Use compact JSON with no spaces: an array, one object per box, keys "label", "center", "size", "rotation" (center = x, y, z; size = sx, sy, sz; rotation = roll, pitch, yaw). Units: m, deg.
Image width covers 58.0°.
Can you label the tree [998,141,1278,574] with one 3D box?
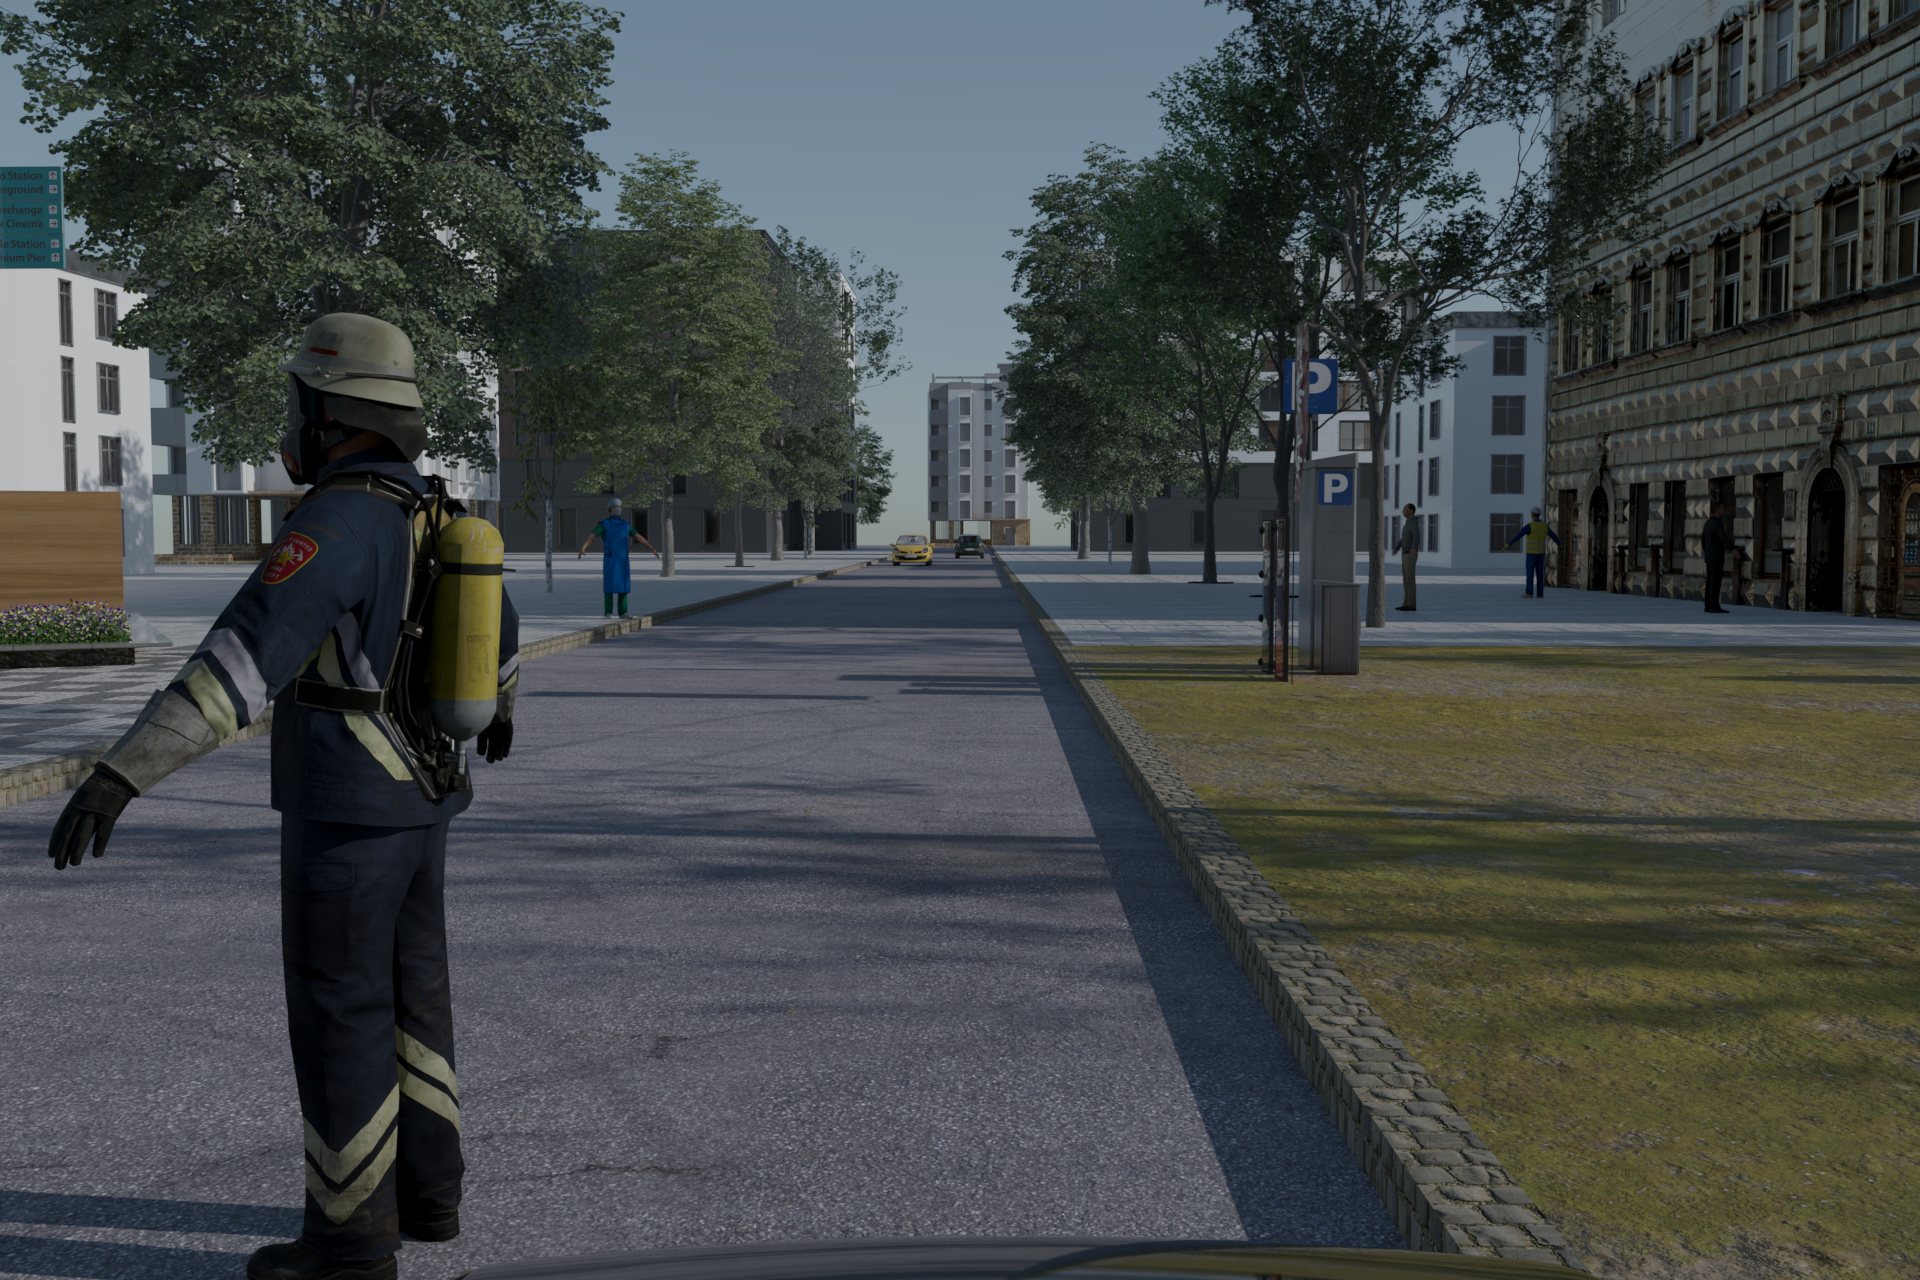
[{"label":"tree","center":[5.730,-9.097,55.390],"size":[9.857,13.997,8.962],"rotation":[0,3,0]}]

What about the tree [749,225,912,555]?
[{"label":"tree","center":[-8.931,-15.257,105.335],"size":[12.611,20.169,13.585],"rotation":[0,3,0]}]

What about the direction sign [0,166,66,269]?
[{"label":"direction sign","center":[-7.050,-1.415,11.895],"size":[2.525,3.948,1.411],"rotation":[0,4,2]}]

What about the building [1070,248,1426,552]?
[{"label":"building","center":[22.806,-18.132,140.435],"size":[27.936,21.610,32.646],"rotation":[0,4,1]}]

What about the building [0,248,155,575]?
[{"label":"building","center":[-27.258,-6.122,42.243],"size":[9.099,9.664,28.070],"rotation":[0,4,2]}]

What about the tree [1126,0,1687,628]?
[{"label":"tree","center":[6.002,-5.463,23.740],"size":[7.601,10.594,8.767],"rotation":[-3,5,-40]}]

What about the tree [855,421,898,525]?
[{"label":"tree","center":[-11.946,-17.491,192.636],"size":[9.857,13.997,8.962],"rotation":[0,3,0]}]

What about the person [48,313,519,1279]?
[{"label":"person","center":[-1.189,0.296,3.404],"size":[0.705,1.856,1.354],"rotation":[1,4,15]}]

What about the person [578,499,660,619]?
[{"label":"person","center":[-5.176,-1.223,26.129],"size":[1.347,1.817,0.704],"rotation":[-3,5,-39]}]

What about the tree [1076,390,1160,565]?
[{"label":"tree","center":[6.321,-7.489,72.800],"size":[4.360,8.622,3.978],"rotation":[0,3,0]}]

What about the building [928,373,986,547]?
[{"label":"building","center":[-3.298,-20.623,196.062],"size":[11.380,20.090,16.016],"rotation":[0,4,-1]}]

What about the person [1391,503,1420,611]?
[{"label":"person","center":[7.484,-1.388,28.959],"size":[0.705,1.796,1.348],"rotation":[0,4,1]}]

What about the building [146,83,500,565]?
[{"label":"building","center":[-28.392,-13.315,74.113],"size":[16.016,20.090,11.380],"rotation":[0,4,1]}]

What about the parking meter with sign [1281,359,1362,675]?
[{"label":"parking meter with sign","center":[3.477,-1.237,16.487],"size":[0.543,3.016,1.738],"rotation":[0,3,0]}]

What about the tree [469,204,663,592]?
[{"label":"tree","center":[-8.945,-5.372,38.195],"size":[4.737,8.622,4.395],"rotation":[0,3,0]}]

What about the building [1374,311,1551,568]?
[{"label":"building","center":[23.077,-7.541,65.441],"size":[9.099,9.664,28.070],"rotation":[0,4,1]}]

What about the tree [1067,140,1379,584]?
[{"label":"tree","center":[6.613,-7.274,44.685],"size":[9.928,11.665,9.643],"rotation":[0,3,0]}]

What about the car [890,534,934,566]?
[{"label":"car","center":[-2.149,-4.184,78.629],"size":[2.015,1.641,3.980],"rotation":[0,4,1]}]

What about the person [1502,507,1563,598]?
[{"label":"person","center":[11.541,-1.763,34.800],"size":[1.349,1.833,0.705],"rotation":[-1,4,-13]}]

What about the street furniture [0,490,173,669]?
[{"label":"street furniture","center":[-12.934,-0.647,17.440],"size":[9.812,1.723,11.010],"rotation":[-2,4,-28]}]

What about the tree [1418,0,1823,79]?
[{"label":"tree","center":[4.559,-4.457,7.278],"size":[7.601,10.594,8.767],"rotation":[1,4,12]}]

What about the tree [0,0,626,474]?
[{"label":"tree","center":[-9.628,-7.342,26.691],"size":[9.857,13.997,8.962],"rotation":[0,3,0]}]

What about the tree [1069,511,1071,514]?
[{"label":"tree","center":[14.292,-14.802,192.371],"size":[4.360,8.622,3.978],"rotation":[0,3,0]}]

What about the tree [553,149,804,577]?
[{"label":"tree","center":[-8.397,-8.175,51.794],"size":[7.486,12.596,7.792],"rotation":[0,3,0]}]

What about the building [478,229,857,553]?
[{"label":"building","center":[-23.198,-17.676,132.982],"size":[27.936,21.610,32.646],"rotation":[0,4,1]}]

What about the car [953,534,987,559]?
[{"label":"car","center":[0.585,-5.609,101.501],"size":[2.009,1.686,4.222],"rotation":[0,4,1]}]

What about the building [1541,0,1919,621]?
[{"label":"building","center":[23.219,-12.313,32.239],"size":[19.493,23.208,18.063],"rotation":[0,4,1]}]

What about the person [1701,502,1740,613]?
[{"label":"person","center":[12.308,-1.342,28.170],"size":[0.704,1.802,1.346],"rotation":[0,4,2]}]

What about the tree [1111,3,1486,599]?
[{"label":"tree","center":[6.522,-6.652,34.521],"size":[9.928,11.665,9.643],"rotation":[0,3,0]}]

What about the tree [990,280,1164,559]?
[{"label":"tree","center":[6.354,-11.091,87.994],"size":[9.857,13.997,8.962],"rotation":[0,3,0]}]

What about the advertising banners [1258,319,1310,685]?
[{"label":"advertising banners","center":[2.831,-1.162,15.185],"size":[0.090,3.025,2.074],"rotation":[0,4,1]}]

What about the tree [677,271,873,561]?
[{"label":"tree","center":[-8.886,-10.778,82.883],"size":[9.857,13.997,8.962],"rotation":[0,3,0]}]

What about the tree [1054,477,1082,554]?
[{"label":"tree","center":[7.109,-9.469,105.184],"size":[4.737,8.622,4.395],"rotation":[0,3,0]}]

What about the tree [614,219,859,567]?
[{"label":"tree","center":[-8.670,-9.582,67.043],"size":[12.009,13.543,11.850],"rotation":[0,3,0]}]

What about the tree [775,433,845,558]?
[{"label":"tree","center":[-7.988,-8.661,91.974],"size":[4.737,8.622,4.395],"rotation":[0,3,0]}]
